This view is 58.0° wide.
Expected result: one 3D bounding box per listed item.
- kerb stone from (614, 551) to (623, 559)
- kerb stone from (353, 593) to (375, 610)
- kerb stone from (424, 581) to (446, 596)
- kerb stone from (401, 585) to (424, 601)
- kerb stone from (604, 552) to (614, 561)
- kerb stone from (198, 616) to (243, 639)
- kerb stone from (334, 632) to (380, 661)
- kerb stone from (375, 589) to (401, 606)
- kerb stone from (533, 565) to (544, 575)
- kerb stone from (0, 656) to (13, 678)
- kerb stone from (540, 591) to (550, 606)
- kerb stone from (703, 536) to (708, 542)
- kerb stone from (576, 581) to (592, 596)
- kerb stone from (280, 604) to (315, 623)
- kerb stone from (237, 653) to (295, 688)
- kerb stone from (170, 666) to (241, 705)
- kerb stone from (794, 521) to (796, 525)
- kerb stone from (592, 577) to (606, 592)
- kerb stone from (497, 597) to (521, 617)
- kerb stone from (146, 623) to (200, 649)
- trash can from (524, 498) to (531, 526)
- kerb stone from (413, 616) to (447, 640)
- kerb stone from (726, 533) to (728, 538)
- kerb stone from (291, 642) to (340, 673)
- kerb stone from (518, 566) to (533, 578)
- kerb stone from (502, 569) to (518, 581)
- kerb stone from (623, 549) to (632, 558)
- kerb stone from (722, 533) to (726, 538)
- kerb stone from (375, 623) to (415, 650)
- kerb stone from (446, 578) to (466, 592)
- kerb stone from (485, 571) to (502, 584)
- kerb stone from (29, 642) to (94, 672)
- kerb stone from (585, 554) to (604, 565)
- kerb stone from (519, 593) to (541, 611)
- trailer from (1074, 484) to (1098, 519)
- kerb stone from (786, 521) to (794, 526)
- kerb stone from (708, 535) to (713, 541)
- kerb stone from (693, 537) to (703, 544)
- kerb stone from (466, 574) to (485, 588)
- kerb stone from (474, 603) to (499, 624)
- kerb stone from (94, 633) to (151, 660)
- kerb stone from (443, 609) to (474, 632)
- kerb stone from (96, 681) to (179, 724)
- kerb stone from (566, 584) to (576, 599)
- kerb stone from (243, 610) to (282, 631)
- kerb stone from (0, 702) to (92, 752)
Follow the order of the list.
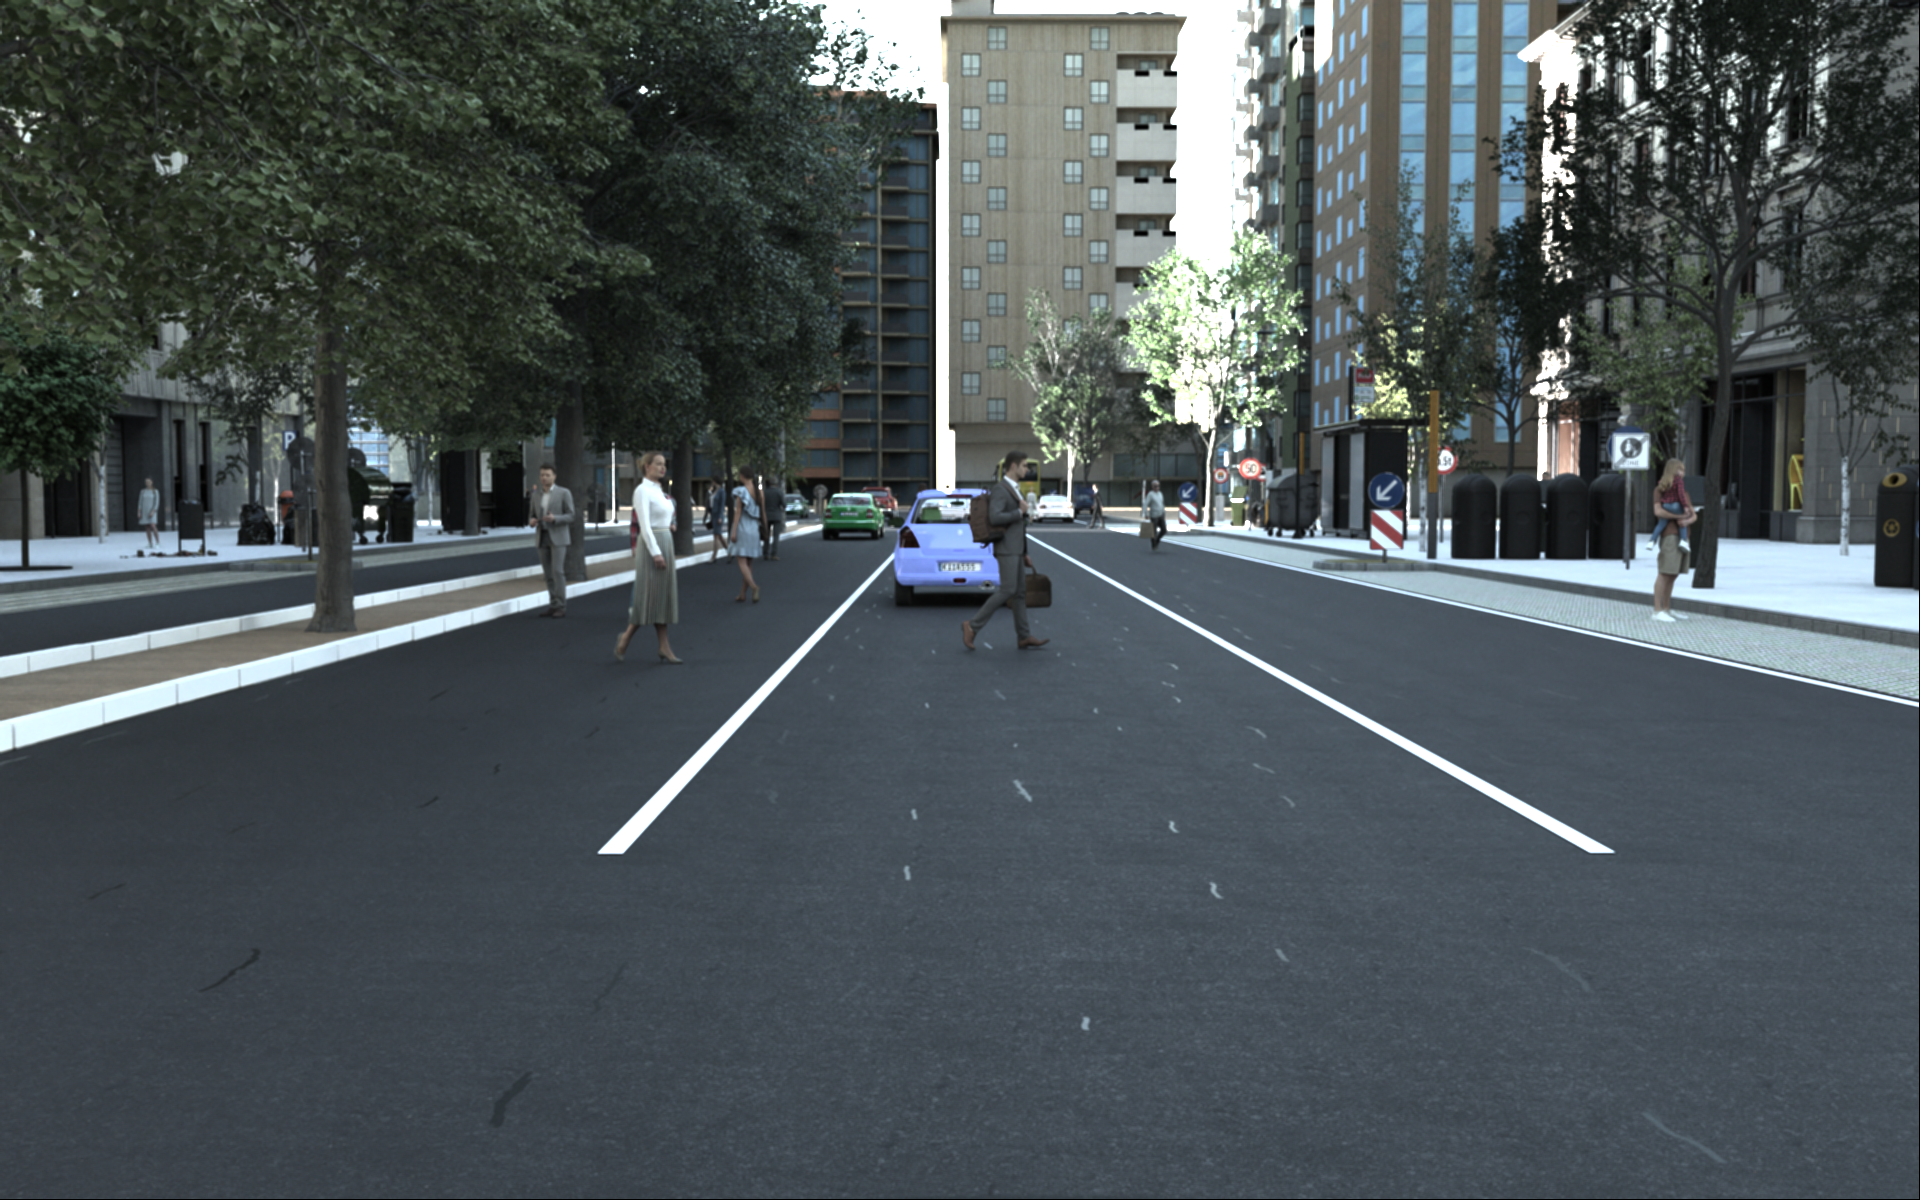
[{"bbox_3d":[-7.588,-0.959,37.909,0.120,0.150,1.000,0,4,0],"label":"kerb stone"},{"bbox_3d":[-7.517,0.044,21.491,0.120,0.150,1.000,0,4,0],"label":"kerb stone"},{"bbox_3d":[-7.532,-0.145,24.562,0.120,0.150,1.000,0,4,0],"label":"kerb stone"},{"bbox_3d":[-7.526,-0.082,23.537,0.120,0.150,1.000,0,4,0],"label":"kerb stone"},{"bbox_3d":[-7.583,-0.899,36.887,0.120,0.150,1.000,0,4,0],"label":"kerb stone"},{"bbox_3d":[-7.496,0.294,17.397,0.120,0.150,1.000,0,4,0],"label":"kerb stone"},{"bbox_3d":[-5.388,0.419,15.338,0.120,0.150,1.000,0,4,0],"label":"kerb stone"},{"bbox_3d":[-7.523,-0.019,22.513,0.120,0.150,1.000,0,4,0],"label":"kerb stone"},{"bbox_3d":[-7.553,-0.518,30.729,0.120,0.150,1.000,0,4,0],"label":"kerb stone"},{"bbox_3d":[-7.478,0.545,13.290,0.120,0.150,1.000,0,4,0],"label":"kerb stone"},{"bbox_3d":[-5.417,-0.022,22.553,0.120,0.150,1.000,0,4,0],"label":"kerb stone"},{"bbox_3d":[-7.648,-1.776,51.227,0.120,0.150,1.000,0,4,0],"label":"kerb stone"},{"bbox_3d":[-5.426,-0.146,24.599,0.120,0.150,1.000,0,4,0],"label":"kerb stone"},{"bbox_3d":[-7.511,0.172,19.441,0.120,0.150,1.000,0,4,0],"label":"kerb stone"},{"bbox_3d":[-5.377,0.551,13.294,0.120,0.150,1.000,0,4,0],"label":"kerb stone"},{"bbox_3d":[-5.375,0.607,12.266,0.120,0.150,1.000,0,4,0],"label":"kerb stone"},{"bbox_3d":[-7.782,-3.523,79.923,0.120,0.150,1.000,0,4,0],"label":"kerb stone"},{"bbox_3d":[-5.436,-0.200,25.624,0.120,0.150,1.000,0,4,0],"label":"kerb stone"},{"bbox_3d":[-5.416,0.104,20.503,0.120,0.150,1.000,0,4,0],"label":"kerb stone"},{"bbox_3d":[-7.486,0.356,16.374,0.120,0.150,1.000,0,4,0],"label":"kerb stone"},{"bbox_3d":[-17.437,-3.509,69.023,0.748,1.137,0.748,0,3,0],"label":"trash can"},{"bbox_3d":[-5.393,0.293,17.405,0.120,0.150,1.000,0,4,0],"label":"kerb stone"},{"bbox_3d":[-7.677,-2.151,57.362,0.120,0.150,1.000,0,4,0],"label":"kerb stone"},{"bbox_3d":[-5.381,0.487,14.316,0.120,0.150,1.000,0,4,0],"label":"kerb stone"},{"bbox_3d":[-7.550,-0.459,29.701,0.120,0.150,1.000,0,4,0],"label":"kerb stone"},{"bbox_3d":[-7.551,-0.393,28.673,0.120,0.150,1.000,0,4,0],"label":"kerb stone"},{"bbox_3d":[-7.595,-1.024,38.934,0.120,0.150,1.000,0,4,0],"label":"kerb stone"},{"bbox_3d":[-7.665,-2.026,55.317,0.120,0.150,1.000,0,4,0],"label":"kerb stone"},{"bbox_3d":[-5.396,0.356,16.373,0.120,0.150,1.000,0,4,0],"label":"kerb stone"},{"bbox_3d":[-7.534,-0.205,25.595,0.120,0.150,1.000,0,4,0],"label":"kerb stone"},{"bbox_3d":[-7.542,-0.333,27.645,0.120,0.150,1.000,0,4,0],"label":"kerb stone"},{"bbox_3d":[-7.492,0.484,14.326,0.120,0.150,1.000,0,4,0],"label":"kerb stone"},{"bbox_3d":[-7.583,-0.835,35.854,0.120,0.150,1.000,0,4,0],"label":"kerb stone"},{"bbox_3d":[-5.415,0.041,21.525,0.120,0.150,1.000,0,4,0],"label":"kerb stone"},{"bbox_3d":[7.240,-5.752,101.094,1.471,1.999,3.904,0,4,1],"label":"trailer"},{"bbox_3d":[-7.781,-3.468,78.900,0.120,0.150,1.000,0,4,0],"label":"kerb stone"},{"bbox_3d":[-7.660,-1.838,52.250,0.120,0.150,1.000,0,4,0],"label":"kerb stone"},{"bbox_3d":[-7.650,-1.713,50.205,0.120,0.150,1.000,0,4,0],"label":"kerb stone"},{"bbox_3d":[-7.535,-0.271,26.622,0.120,0.150,1.000,0,4,0],"label":"kerb stone"},{"bbox_3d":[-5.402,0.170,19.473,0.120,0.150,1.000,0,4,0],"label":"kerb stone"},{"bbox_3d":[-7.487,0.427,15.349,0.120,0.150,1.000,0,4,0],"label":"kerb stone"},{"bbox_3d":[-5.401,0.229,18.446,0.120,0.150,1.000,0,4,0],"label":"kerb stone"},{"bbox_3d":[-5.372,0.672,11.244,0.120,0.150,1.000,0,4,0],"label":"kerb stone"},{"bbox_3d":[-5.425,-0.084,23.576,0.120,0.150,1.000,0,4,0],"label":"kerb stone"},{"bbox_3d":[-7.493,0.232,18.419,0.120,0.150,1.000,0,4,0],"label":"kerb stone"},{"bbox_3d":[-5.362,0.734,10.221,0.120,0.150,1.000,0,4,0],"label":"kerb stone"}]
